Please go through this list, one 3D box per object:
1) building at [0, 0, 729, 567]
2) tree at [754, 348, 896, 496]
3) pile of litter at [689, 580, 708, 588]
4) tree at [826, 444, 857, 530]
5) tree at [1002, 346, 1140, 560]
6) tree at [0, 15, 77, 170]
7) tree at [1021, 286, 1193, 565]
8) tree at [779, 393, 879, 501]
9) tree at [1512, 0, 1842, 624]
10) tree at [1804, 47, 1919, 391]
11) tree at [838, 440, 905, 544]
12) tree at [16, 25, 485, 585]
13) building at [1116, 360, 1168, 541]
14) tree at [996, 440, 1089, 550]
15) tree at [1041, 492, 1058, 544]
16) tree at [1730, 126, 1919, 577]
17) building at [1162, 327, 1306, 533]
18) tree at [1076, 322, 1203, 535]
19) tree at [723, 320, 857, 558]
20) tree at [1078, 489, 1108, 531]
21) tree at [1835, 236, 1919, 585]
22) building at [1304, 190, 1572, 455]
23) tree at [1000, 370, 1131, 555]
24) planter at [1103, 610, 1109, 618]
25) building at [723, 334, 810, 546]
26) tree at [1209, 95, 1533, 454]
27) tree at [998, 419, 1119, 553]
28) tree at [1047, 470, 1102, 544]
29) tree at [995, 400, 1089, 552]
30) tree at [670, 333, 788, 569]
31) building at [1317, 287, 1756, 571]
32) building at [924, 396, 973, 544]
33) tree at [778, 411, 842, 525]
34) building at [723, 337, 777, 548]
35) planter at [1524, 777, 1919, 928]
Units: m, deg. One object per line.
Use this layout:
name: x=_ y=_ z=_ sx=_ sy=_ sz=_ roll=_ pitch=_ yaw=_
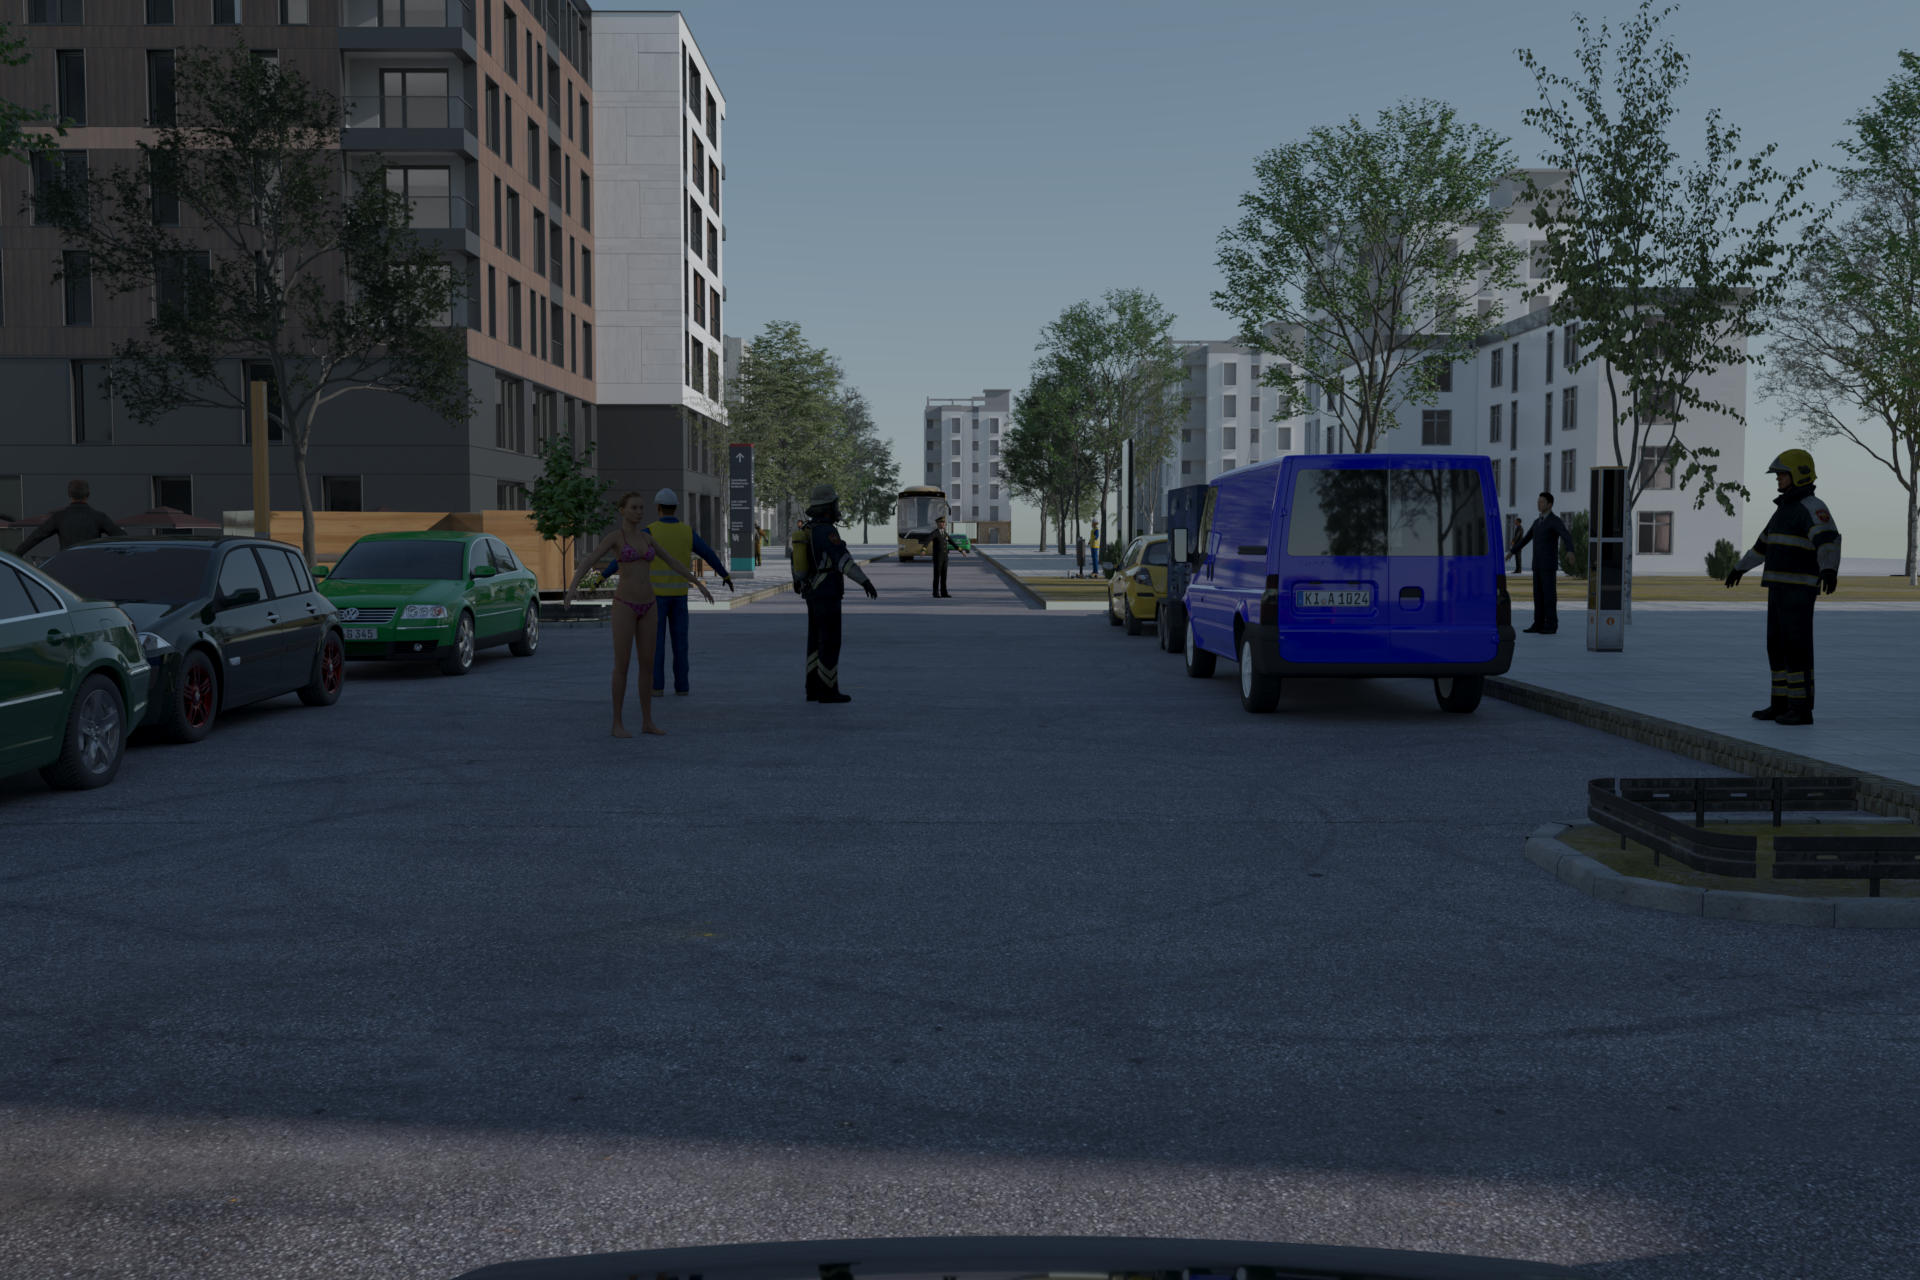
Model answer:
building: x=-24.829 y=-13.566 z=65.776 sx=27.936 sy=21.610 sz=32.646 roll=0 pitch=4 yaw=0
tree: x=-9.323 y=-12.433 z=113.642 sx=12.009 sy=13.543 sz=11.850 roll=0 pitch=3 yaw=0
pile of litter: x=-6.718 y=-1.722 z=42.112 sx=1.176 sy=0.858 sz=1.719 roll=0 pitch=4 yaw=-1
tree: x=-9.614 y=-11.254 z=134.365 sx=4.737 sy=8.622 sz=4.395 roll=0 pitch=3 yaw=0
tree: x=5.636 y=-9.308 z=86.606 sx=7.601 sy=10.594 sz=8.767 roll=-1 pitch=4 yaw=-9
tree: x=-11.559 y=-5.428 z=14.502 sx=9.928 sy=11.665 sz=9.643 roll=0 pitch=3 yaw=0
tree: x=6.128 y=-8.975 z=72.499 sx=9.928 sy=11.665 sz=9.643 roll=0 pitch=3 yaw=0
tree: x=-9.750 y=-12.320 z=127.194 sx=9.928 sy=11.665 sz=9.643 roll=0 pitch=3 yaw=0
tree: x=9.525 y=-4.514 z=24.170 sx=4.737 sy=8.622 sz=4.395 roll=0 pitch=3 yaw=0
tree: x=20.758 y=-6.611 z=33.839 sx=9.928 sy=11.665 sz=9.643 roll=0 pitch=3 yaw=0
tree: x=-12.327 y=-19.635 z=227.683 sx=9.857 sy=13.997 sz=8.962 roll=0 pitch=3 yaw=0
tree: x=-12.370 y=-5.983 z=32.230 sx=7.601 sy=10.594 sz=8.767 roll=1 pitch=4 yaw=22
building: x=26.453 y=-19.467 z=184.735 sx=16.747 sy=18.905 sz=31.486 roll=0 pitch=4 yaw=0
tree: x=6.467 y=-12.260 z=134.862 sx=8.767 sy=10.594 sz=7.601 roll=1 pitch=4 yaw=21
tree: x=12.665 y=-17.120 z=230.281 sx=4.737 sy=8.622 sz=4.395 roll=0 pitch=3 yaw=0
tree: x=28.617 y=-8.657 z=51.909 sx=12.009 sy=13.543 sz=11.850 roll=0 pitch=3 yaw=0
building: x=24.559 y=-18.929 z=165.904 sx=16.016 sy=20.090 sz=11.380 roll=0 pitch=4 yaw=0
tree: x=6.755 y=-6.707 z=60.020 sx=4.360 sy=8.622 sz=3.978 roll=0 pitch=3 yaw=0
tree: x=-9.579 y=-10.671 z=92.593 sx=7.486 sy=12.596 sz=7.792 roll=0 pitch=3 yaw=0
tree: x=17.576 y=-17.121 z=230.295 sx=4.737 sy=8.622 sz=4.395 roll=0 pitch=3 yaw=0
tree: x=24.033 y=-5.661 z=42.920 sx=4.737 sy=8.622 sz=4.395 roll=0 pitch=3 yaw=0
building: x=25.616 y=-15.012 z=101.873 sx=16.016 sy=20.090 sz=11.380 roll=0 pitch=4 yaw=0
tree: x=6.476 y=-11.023 z=105.989 sx=9.928 sy=11.665 sz=9.643 roll=0 pitch=3 yaw=0
planter: x=3.506 y=-0.551 z=30.145 sx=1.991 sy=0.319 sz=1.994 roll=0 pitch=4 yaw=1
building: x=-25.790 y=-22.546 z=199.554 sx=19.493 sy=23.208 sz=18.063 roll=0 pitch=4 yaw=0
tree: x=9.711 y=-7.076 z=41.455 sx=9.928 sy=11.665 sz=9.643 roll=0 pitch=3 yaw=0
tree: x=6.680 y=-11.041 z=114.926 sx=8.767 sy=10.594 sz=7.601 roll=0 pitch=4 yaw=3
tree: x=14.843 y=-18.676 z=223.479 sx=7.486 sy=12.596 sz=7.792 roll=0 pitch=3 yaw=0
tree: x=5.987 y=-12.107 z=123.708 sx=9.928 sy=11.665 sz=9.643 roll=0 pitch=3 yaw=0
tree: x=-8.980 y=-6.968 z=64.296 sx=4.360 sy=8.622 sz=3.978 roll=0 pitch=3 yaw=0
building: x=22.442 y=-8.005 z=73.030 sx=9.099 sy=9.664 sz=28.070 roll=0 pitch=3 yaw=0
building: x=-4.509 y=-22.704 z=230.083 sx=11.380 sy=20.090 sz=16.016 roll=0 pitch=4 yaw=2
tree: x=-8.935 y=-9.158 z=100.092 sx=4.360 sy=8.622 sz=3.978 roll=0 pitch=3 yaw=0
building: x=-28.092 y=-18.663 z=171.597 sx=16.747 sy=18.905 sz=31.486 roll=0 pitch=4 yaw=0
planter: x=3.494 y=0.847 z=7.286 sx=1.991 sy=0.319 sz=1.994 roll=0 pitch=4 yaw=1
